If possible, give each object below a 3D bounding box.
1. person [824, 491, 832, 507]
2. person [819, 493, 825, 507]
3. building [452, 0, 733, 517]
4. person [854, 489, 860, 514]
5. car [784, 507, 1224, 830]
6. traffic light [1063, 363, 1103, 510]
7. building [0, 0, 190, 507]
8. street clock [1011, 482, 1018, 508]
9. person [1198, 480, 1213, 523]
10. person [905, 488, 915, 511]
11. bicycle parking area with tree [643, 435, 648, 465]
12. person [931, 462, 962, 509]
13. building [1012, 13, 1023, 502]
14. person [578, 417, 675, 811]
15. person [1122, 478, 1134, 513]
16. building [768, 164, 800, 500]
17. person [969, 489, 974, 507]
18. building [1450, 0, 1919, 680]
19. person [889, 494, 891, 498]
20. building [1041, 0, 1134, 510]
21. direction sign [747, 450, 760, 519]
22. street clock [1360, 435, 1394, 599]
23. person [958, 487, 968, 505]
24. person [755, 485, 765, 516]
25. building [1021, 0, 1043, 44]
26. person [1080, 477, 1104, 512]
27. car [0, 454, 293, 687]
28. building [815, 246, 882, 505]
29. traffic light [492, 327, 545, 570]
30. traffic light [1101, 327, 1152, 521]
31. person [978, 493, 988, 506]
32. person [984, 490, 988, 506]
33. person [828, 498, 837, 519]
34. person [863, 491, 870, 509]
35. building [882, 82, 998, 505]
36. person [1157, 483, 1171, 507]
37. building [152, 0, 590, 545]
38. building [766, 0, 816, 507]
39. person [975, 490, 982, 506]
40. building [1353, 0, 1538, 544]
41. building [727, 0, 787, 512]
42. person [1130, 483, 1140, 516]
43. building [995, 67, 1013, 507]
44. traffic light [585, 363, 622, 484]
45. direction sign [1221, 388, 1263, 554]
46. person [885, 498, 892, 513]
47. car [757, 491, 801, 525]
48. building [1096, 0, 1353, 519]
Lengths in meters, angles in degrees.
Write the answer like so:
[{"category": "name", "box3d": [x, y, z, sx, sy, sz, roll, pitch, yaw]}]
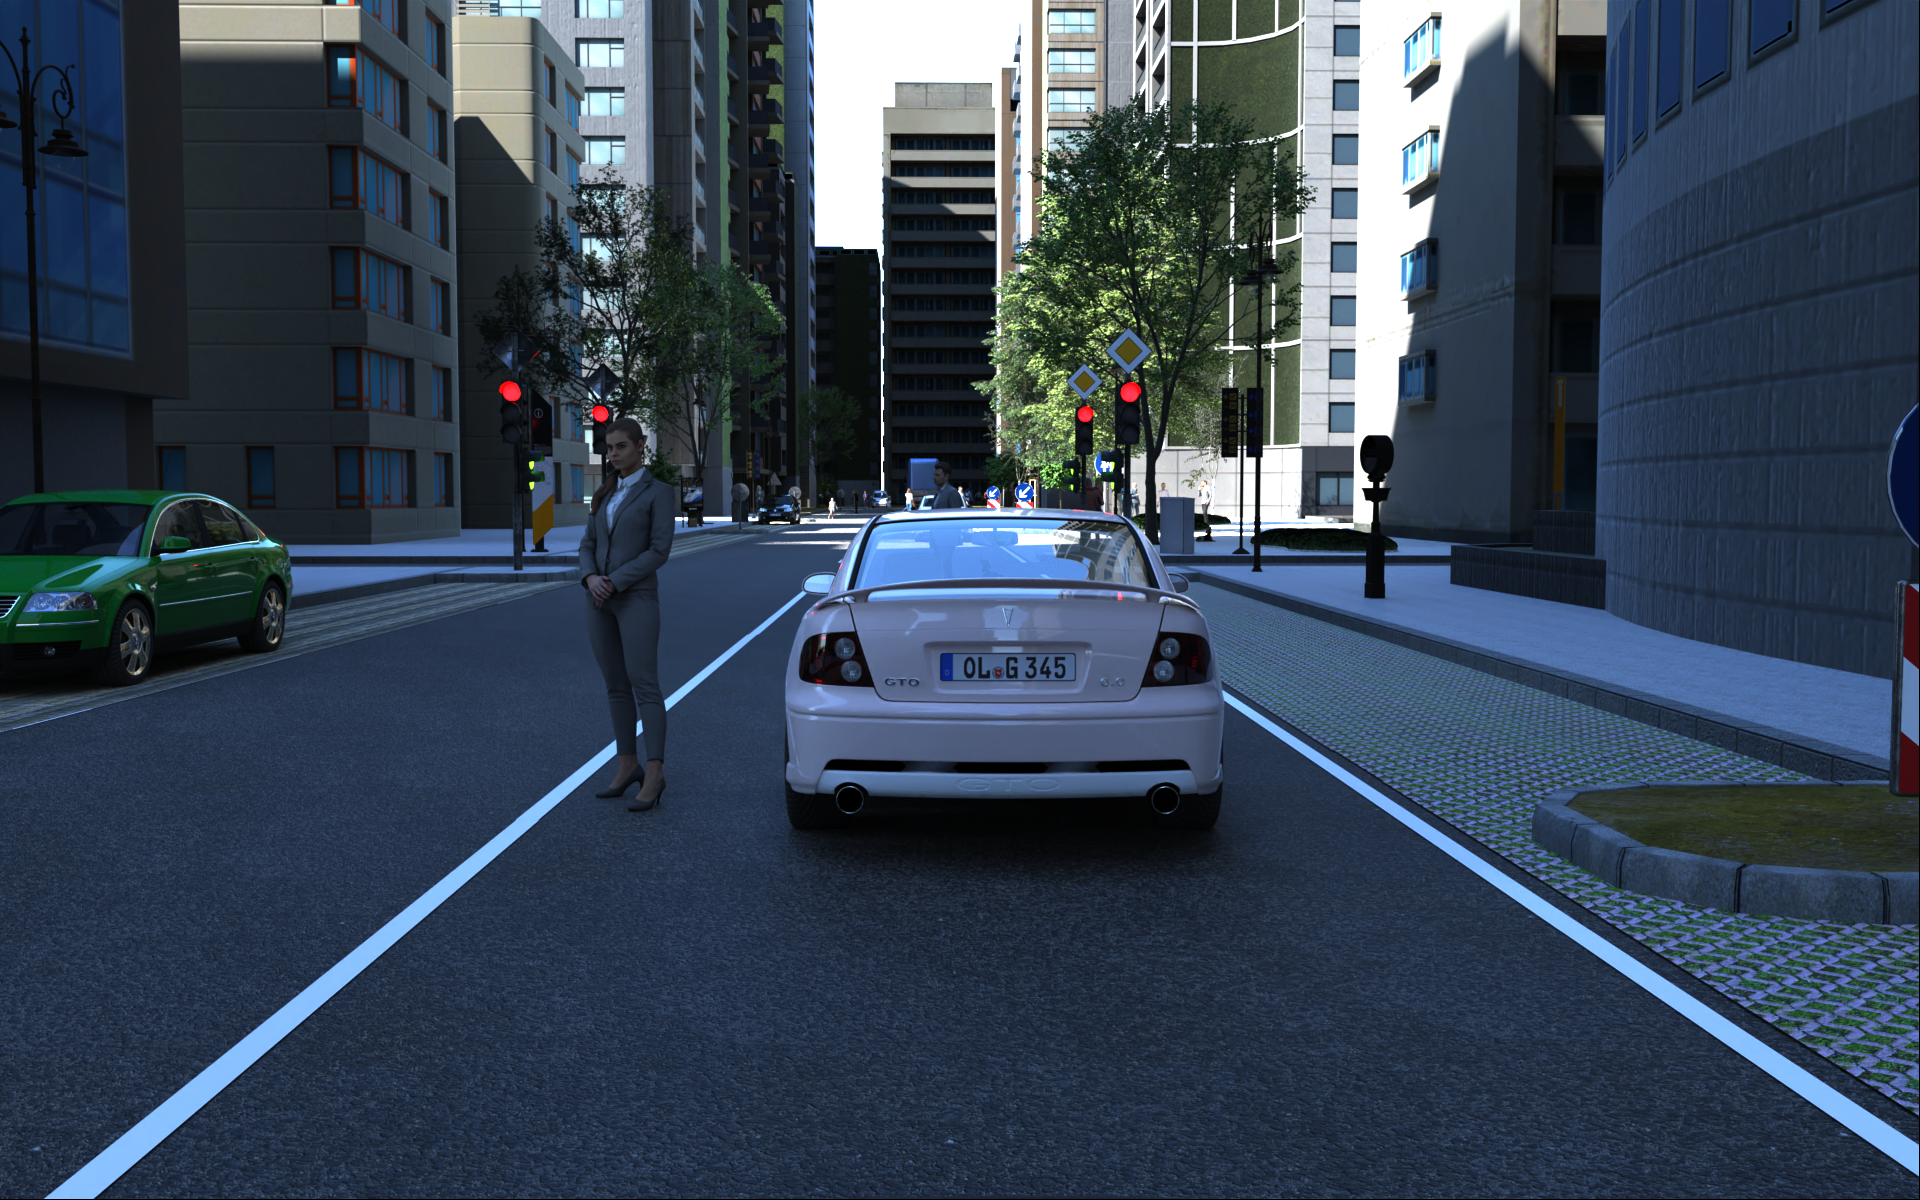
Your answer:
[{"category": "person", "box3d": [-13.519, -10.435, 177.383, 0.721, 1.736, 1.217, -3, 5, -43]}, {"category": "person", "box3d": [-13.918, -9.987, 172.516, 0.628, 1.438, 0.799, 1, 4, 19]}, {"category": "building", "box3d": [-20.772, -25.325, 97.664, 14.154, 41.232, 14.086, 0, 4, -1]}, {"category": "person", "box3d": [-7.369, -7.082, 124.810, 0.721, 1.766, 1.217, -1, 4, -12]}, {"category": "car", "box3d": [0.189, 0.219, 8.782, 2.083, 1.381, 4.827, 0, 4, 0]}, {"category": "traffic light", "box3d": [2.651, -2.960, 37.324, 0.839, 4.253, 0.868, 0, 4, -1]}, {"category": "building", "box3d": [-18.544, -22.489, 17.808, 14.200, 45.320, 14.600, 0, 4, -1]}, {"category": "street clock", "box3d": [3.372, -6.271, 107.099, 0.471, 2.002, 0.358, -3, 5, -44]}, {"category": "person", "box3d": [9.226, -3.608, 65.220, 0.473, 1.802, 0.592, 0, 4, -7]}, {"category": "person", "box3d": [-2.873, -5.501, 99.032, 0.593, 1.750, 0.643, 2, 4, 23]}, {"category": "bicycle parking area with tree", "box3d": [-17.920, -5.933, 84.013, 8.231, 4.147, 9.016, 0, 4, 5]}, {"category": "person", "box3d": [-0.261, -0.685, 19.902, 0.583, 1.804, 0.606, -2, 4, -28]}, {"category": "building", "box3d": [16.235, -32.829, 156.370, 23.786, 49.044, 30.456, 0, 4, -1]}, {"category": "person", "box3d": [-1.590, 0.044, 8.058, 0.520, 1.790, 0.573, 1, 4, 13]}, {"category": "person", "box3d": [5.551, -3.220, 58.548, 0.638, 1.841, 0.748, -2, 4, -26]}, {"category": "building", "box3d": [-21.335, -23.049, 148.550, 14.160, 30.474, 14.107, 0, 4, -1]}, {"category": "person", "box3d": [0.817, -7.090, 124.410, 0.705, 1.826, 1.348, 0, 4, -4]}, {"category": "building", "box3d": [16.870, -28.758, 12.186, 21.231, 58.520, 28.212, 0, 4, -1]}, {"category": "person", "box3d": [-7.394, -10.303, 180.188, 0.421, 1.427, 0.697, 3, 5, 41]}, {"category": "building", "box3d": [12.593, -26.699, 120.120, 14.154, 41.232, 14.086, 0, 4, -1]}, {"category": "direction sign", "box3d": [-10.680, -5.968, 89.574, 0.379, 3.537, 0.876, 3, 5, 41]}, {"category": "street clock", "box3d": [5.117, -1.024, 21.312, 0.358, 2.002, 0.471, -1, 4, -13]}, {"category": "person", "box3d": [0.038, -4.851, 87.928, 0.709, 1.813, 0.853, -3, 5, -44]}, {"category": "person", "box3d": [-11.603, -5.760, 100.402, 0.537, 1.800, 0.526, 0, 4, -2]}, {"category": "building", "box3d": [11.993, -29.602, 134.102, 14.600, 45.320, 14.200, 0, 4, -1]}, {"category": "person", "box3d": [3.144, -1.963, 40.577, 0.580, 1.828, 0.573, -2, 4, -34]}, {"category": "car", "box3d": [-7.037, -0.332, 14.220, 1.959, 1.807, 4.718, 0, 4, -1]}, {"category": "building", "box3d": [-16.315, -26.480, 204.652, 14.107, 30.474, 14.160, 0, 4, -1]}, {"category": "traffic light", "box3d": [-7.437, -2.458, 29.106, 0.839, 4.253, 0.868, 0, 4, -1]}, {"category": "traffic light", "box3d": [2.822, -2.472, 29.341, 0.839, 4.253, 0.868, 0, 4, -1]}, {"category": "person", "box3d": [2.221, -9.643, 166.972, 1.065, 1.426, 0.557, 1, 4, 14]}, {"category": "person", "box3d": [2.787, -10.560, 179.375, 0.721, 1.739, 1.217, 1, 4, 23]}, {"category": "person", "box3d": [-7.205, -5.176, 98.138, 0.505, 1.210, 0.382, -1, 4, -15]}, {"category": "person", "box3d": [-9.271, -9.948, 171.593, 0.683, 1.767, 0.568, 0, 4, 3]}, {"category": "building", "box3d": [1.545, -35.722, 207.753, 21.600, 48.544, 21.300, 0, 4, -1]}, {"category": "person", "box3d": [8.399, -3.881, 70.165, 0.731, 1.740, 0.598, -1, 4, -19]}, {"category": "building", "box3d": [-29.022, -12.981, 57.287, 27.650, 21.520, 28.899, 0, 4, -1]}, {"category": "building", "box3d": [-28.916, -38.701, 174.753, 28.212, 58.520, 21.231, 0, 4, -1]}, {"category": "person", "box3d": [2.121, -11.160, 189.295, 1.217, 1.735, 0.721, -3, 4, -37]}, {"category": "building", "box3d": [23.338, -26.107, 50.555, 21.600, 48.544, 21.300, 0, 4, -1]}, {"category": "building", "box3d": [-24.424, -28.848, 126.292, 22.147, 44.769, 28.867, 0, 4, -1]}, {"category": "person", "box3d": [8.251, -4.584, 81.166, 0.590, 1.801, 0.661, 3, 5, 42]}, {"category": "building", "box3d": [10.824, -32.360, 179.193, 14.600, 45.320, 14.200, 0, 4, -1]}, {"category": "traffic light", "box3d": [-7.607, -2.946, 37.089, 0.839, 4.253, 0.868, 0, 4, -1]}, {"category": "direction sign", "box3d": [6.013, -2.749, 36.946, 0.876, 3.537, 0.379, 0, 4, 2]}, {"category": "person", "box3d": [-4.420, -5.692, 106.584, 0.505, 1.210, 0.382, 3, 4, 37]}, {"category": "car", "box3d": [-8.474, -4.374, 81.304, 2.009, 1.686, 4.222, 0, 4, 0]}, {"category": "building", "box3d": [18.986, -40.288, 96.966, 20.563, 71.187, 20.611, 0, 4, -1]}]
